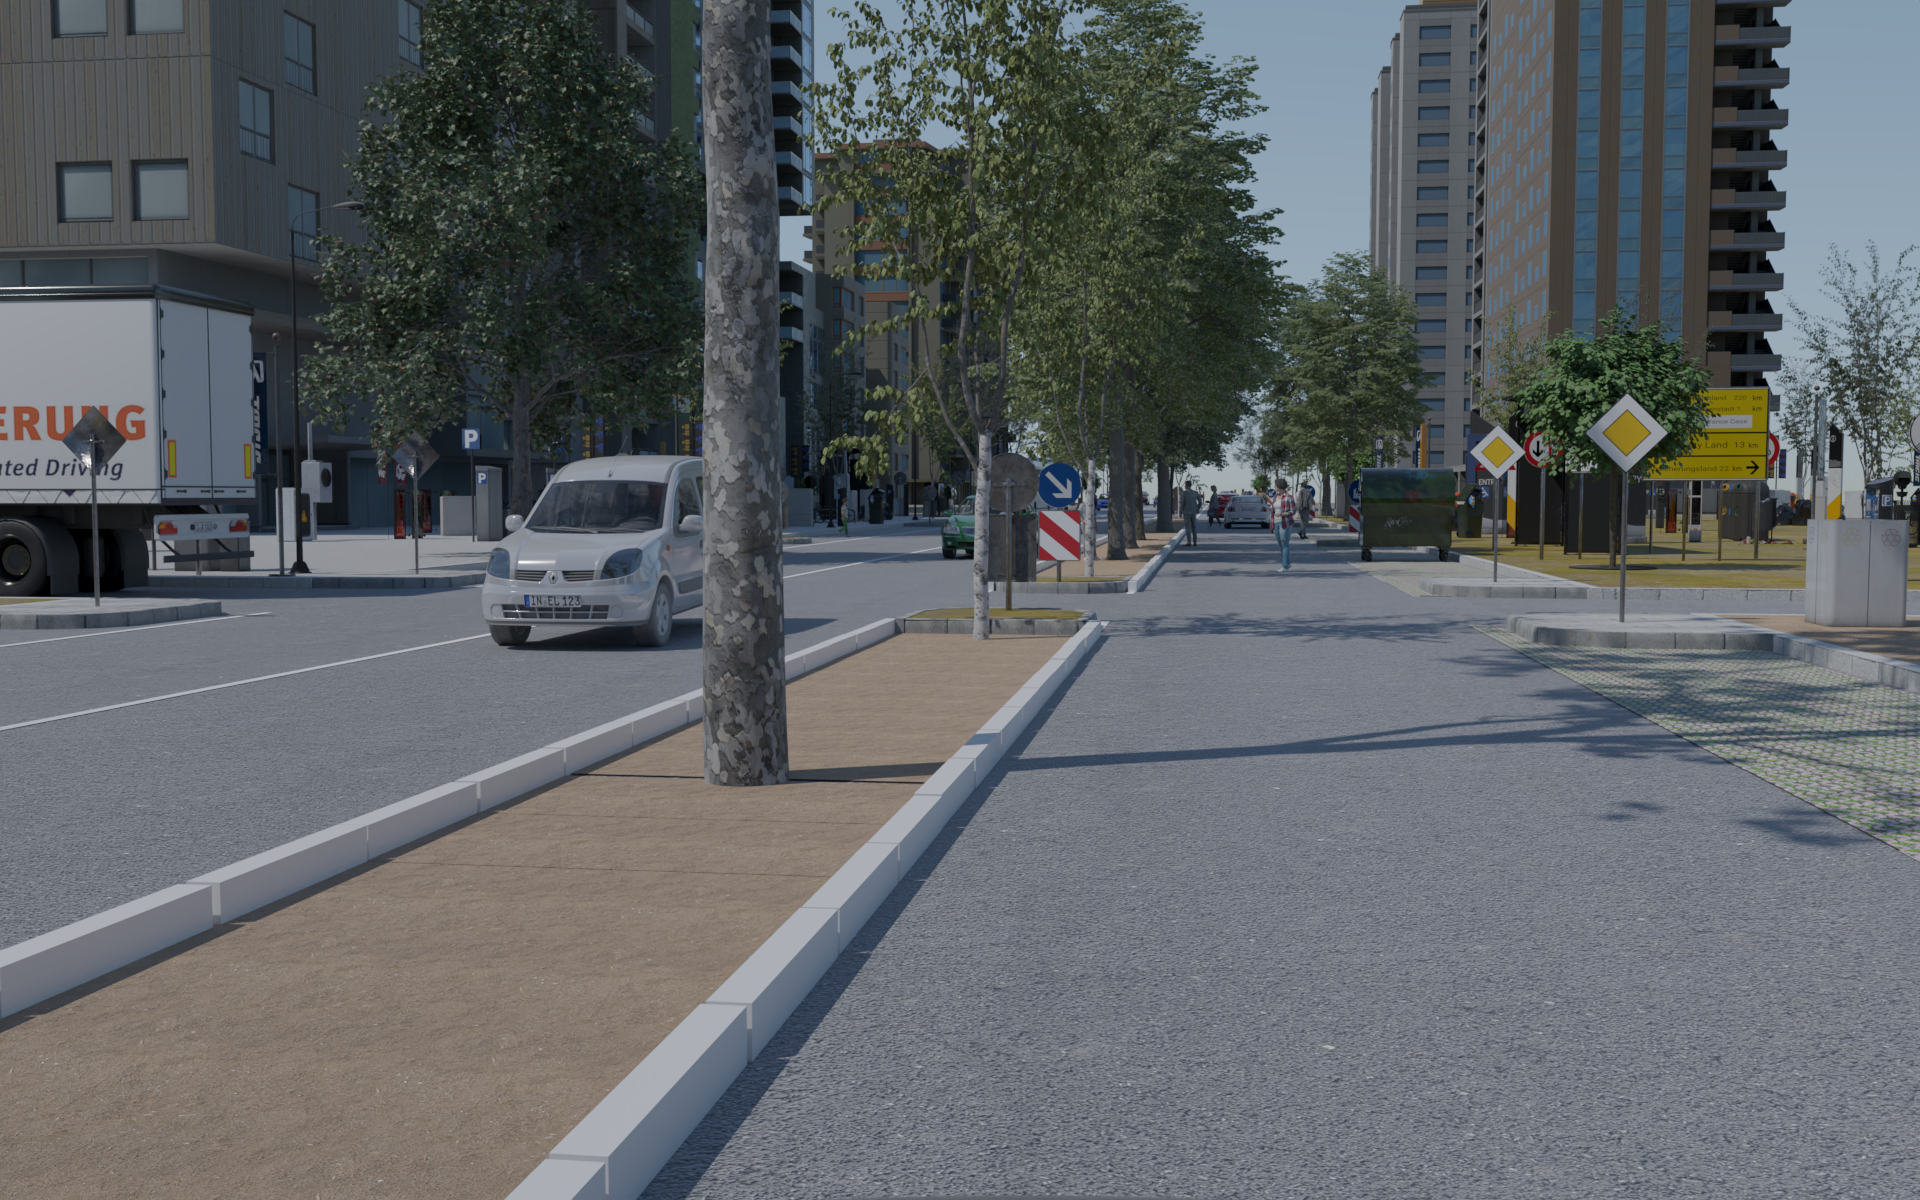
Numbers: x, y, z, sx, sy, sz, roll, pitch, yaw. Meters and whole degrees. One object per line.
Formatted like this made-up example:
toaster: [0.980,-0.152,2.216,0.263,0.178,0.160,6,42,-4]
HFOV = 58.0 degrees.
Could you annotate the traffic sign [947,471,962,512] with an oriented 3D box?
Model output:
traffic sign: [-0.315,-6.053,98.968,0.884,2.594,0.081,1,4,11]

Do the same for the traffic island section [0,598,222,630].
traffic island section: [-9.869,0.153,19.778,2.009,0.180,2.903,1,4,8]

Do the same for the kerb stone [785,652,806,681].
kerb stone: [-1.377,0.543,13.311,0.120,0.150,1.000,1,4,8]

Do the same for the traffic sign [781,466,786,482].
traffic sign: [-8.167,-4.747,77.715,0.768,2.556,0.104,1,4,10]

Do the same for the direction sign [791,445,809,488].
direction sign: [-7.374,-5.375,79.879,0.876,3.537,0.379,1,4,16]

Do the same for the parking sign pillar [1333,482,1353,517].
parking sign pillar: [21.200,-6.506,94.845,1.447,3.967,1.447,-1,4,-19]

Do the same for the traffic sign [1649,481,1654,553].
traffic sign: [15.017,-2.299,37.588,0.884,2.594,0.081,1,4,18]

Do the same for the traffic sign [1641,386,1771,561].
traffic sign: [14.203,-2.397,33.068,2.265,3.308,0.079,1,4,13]

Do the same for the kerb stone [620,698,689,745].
kerb stone: [-1.831,0.731,10.276,0.120,0.150,1.000,1,4,8]

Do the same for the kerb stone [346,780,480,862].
kerb stone: [-2.286,0.919,7.236,0.120,0.150,1.000,1,4,8]

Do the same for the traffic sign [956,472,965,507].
traffic sign: [-0.064,-6.201,101.498,0.768,2.556,0.104,1,4,14]

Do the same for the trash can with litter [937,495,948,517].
trash can with litter: [-1.377,-5.193,95.970,2.233,1.210,1.678,-1,4,-15]

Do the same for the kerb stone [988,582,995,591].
kerb stone: [0.509,-0.236,26.059,0.120,0.150,1.000,1,4,8]

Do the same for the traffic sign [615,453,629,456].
traffic sign: [-10.432,-3.265,53.484,0.768,2.556,0.104,1,4,17]

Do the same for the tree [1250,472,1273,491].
tree: [42.879,-16.031,245.816,4.285,4.588,4.351,0,3,0]

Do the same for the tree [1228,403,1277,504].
tree: [39.684,-19.203,224.335,12.009,13.543,11.850,0,3,0]

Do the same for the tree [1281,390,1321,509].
tree: [28.407,-12.857,144.627,7.601,10.594,8.767,1,4,19]

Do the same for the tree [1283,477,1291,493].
tree: [35.711,-11.998,190.773,1.663,3.219,1.824,0,3,0]

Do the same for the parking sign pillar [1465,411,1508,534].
parking sign pillar: [16.938,-4.110,55.663,1.447,3.967,1.447,3,5,43]

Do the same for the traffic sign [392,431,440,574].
traffic sign: [-8.671,-1.466,27.612,0.795,2.450,0.064,1,4,8]

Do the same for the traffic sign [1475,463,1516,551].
traffic sign: [11.984,-2.374,38.825,0.884,2.594,0.081,1,4,15]

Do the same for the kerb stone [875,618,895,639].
kerb stone: [-0.781,0.296,17.363,0.120,0.150,1.000,1,4,8]

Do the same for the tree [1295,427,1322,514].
tree: [23.248,-9.869,111.717,4.737,8.622,4.395,0,3,0]

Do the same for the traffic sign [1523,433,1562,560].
traffic sign: [11.363,-2.059,33.769,0.768,2.556,0.104,1,4,10]

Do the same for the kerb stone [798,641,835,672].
kerb stone: [-1.224,0.482,14.322,0.120,0.150,1.000,1,4,8]

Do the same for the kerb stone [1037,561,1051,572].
kerb stone: [1.580,-0.670,33.181,0.120,0.150,1.000,1,4,8]

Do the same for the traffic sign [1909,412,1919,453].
traffic sign: [14.014,-1.515,24.882,0.768,2.556,0.104,1,4,14]

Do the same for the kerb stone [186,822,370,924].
kerb stone: [-2.429,0.977,6.223,0.120,0.150,1.000,1,4,8]

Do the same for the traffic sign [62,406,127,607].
traffic sign: [-9.845,-0.983,19.713,0.795,2.450,0.064,1,4,8]

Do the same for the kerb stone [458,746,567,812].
kerb stone: [-2.131,0.855,8.250,0.120,0.150,1.000,1,4,8]

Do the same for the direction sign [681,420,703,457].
direction sign: [-8.209,-3.748,53.279,0.876,3.537,0.379,2,4,30]

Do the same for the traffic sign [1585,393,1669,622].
traffic sign: [6.616,-0.833,17.256,0.795,2.450,0.064,1,4,8]

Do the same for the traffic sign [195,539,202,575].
traffic sign: [-12.039,-1.664,27.318,0.768,2.556,0.104,1,4,10]

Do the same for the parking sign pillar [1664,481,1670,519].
parking sign pillar: [36.642,-6.254,90.731,1.447,3.967,1.447,-3,4,-38]

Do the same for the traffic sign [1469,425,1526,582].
traffic sign: [7.790,-1.316,25.154,0.795,2.450,0.064,1,4,8]

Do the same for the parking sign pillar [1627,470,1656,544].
parking sign pillar: [17.151,-3.460,45.048,1.447,3.967,1.447,0,4,-2]

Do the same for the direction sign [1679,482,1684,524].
direction sign: [31.105,-5.038,74.371,0.379,3.537,0.876,3,4,38]

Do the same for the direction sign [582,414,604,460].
direction sign: [-10.413,-3.499,49.201,0.876,3.537,0.379,2,4,35]

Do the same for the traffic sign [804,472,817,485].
traffic sign: [-6.807,-4.700,78.979,0.606,2.300,0.079,1,4,9]

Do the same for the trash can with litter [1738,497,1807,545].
trash can with litter: [20.977,-2.036,44.353,2.233,1.210,1.678,1,4,10]

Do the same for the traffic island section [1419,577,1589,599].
traffic island section: [7.814,-0.180,25.228,2.009,0.180,2.903,1,4,8]

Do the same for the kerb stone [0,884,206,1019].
kerb stone: [-2.585,1.040,5.196,0.120,0.150,1.000,1,4,8]

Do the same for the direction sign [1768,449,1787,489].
direction sign: [40.962,-5.806,86.928,0.876,3.537,0.379,1,4,21]

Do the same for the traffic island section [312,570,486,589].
traffic island section: [-8.696,-0.330,27.677,2.009,0.180,2.903,1,4,8]

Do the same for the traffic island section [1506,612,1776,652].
traffic island section: [6.641,0.303,17.329,2.009,0.180,2.903,1,4,8]

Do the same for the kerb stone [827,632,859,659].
kerb stone: [-1.083,0.420,15.336,0.120,0.150,1.000,1,4,8]

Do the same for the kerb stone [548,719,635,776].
kerb stone: [-1.979,0.791,9.264,0.120,0.150,1.000,1,4,8]

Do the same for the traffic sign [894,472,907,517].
traffic sign: [-3.402,-6.012,98.408,0.768,2.556,0.104,1,4,13]

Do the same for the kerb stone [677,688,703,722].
kerb stone: [-1.672,0.668,11.286,0.120,0.150,1.000,1,4,8]

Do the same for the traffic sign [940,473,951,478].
traffic sign: [-0.856,-6.228,101.936,0.768,2.556,0.104,1,4,12]

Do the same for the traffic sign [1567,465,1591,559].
traffic sign: [12.182,-1.947,33.970,0.606,2.300,0.079,1,4,13]

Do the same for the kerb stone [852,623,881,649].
kerb stone: [-0.924,0.358,16.350,0.120,0.150,1.000,1,4,8]

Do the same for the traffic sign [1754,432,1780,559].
traffic sign: [15.805,-2.092,34.313,0.768,2.556,0.104,1,4,12]
